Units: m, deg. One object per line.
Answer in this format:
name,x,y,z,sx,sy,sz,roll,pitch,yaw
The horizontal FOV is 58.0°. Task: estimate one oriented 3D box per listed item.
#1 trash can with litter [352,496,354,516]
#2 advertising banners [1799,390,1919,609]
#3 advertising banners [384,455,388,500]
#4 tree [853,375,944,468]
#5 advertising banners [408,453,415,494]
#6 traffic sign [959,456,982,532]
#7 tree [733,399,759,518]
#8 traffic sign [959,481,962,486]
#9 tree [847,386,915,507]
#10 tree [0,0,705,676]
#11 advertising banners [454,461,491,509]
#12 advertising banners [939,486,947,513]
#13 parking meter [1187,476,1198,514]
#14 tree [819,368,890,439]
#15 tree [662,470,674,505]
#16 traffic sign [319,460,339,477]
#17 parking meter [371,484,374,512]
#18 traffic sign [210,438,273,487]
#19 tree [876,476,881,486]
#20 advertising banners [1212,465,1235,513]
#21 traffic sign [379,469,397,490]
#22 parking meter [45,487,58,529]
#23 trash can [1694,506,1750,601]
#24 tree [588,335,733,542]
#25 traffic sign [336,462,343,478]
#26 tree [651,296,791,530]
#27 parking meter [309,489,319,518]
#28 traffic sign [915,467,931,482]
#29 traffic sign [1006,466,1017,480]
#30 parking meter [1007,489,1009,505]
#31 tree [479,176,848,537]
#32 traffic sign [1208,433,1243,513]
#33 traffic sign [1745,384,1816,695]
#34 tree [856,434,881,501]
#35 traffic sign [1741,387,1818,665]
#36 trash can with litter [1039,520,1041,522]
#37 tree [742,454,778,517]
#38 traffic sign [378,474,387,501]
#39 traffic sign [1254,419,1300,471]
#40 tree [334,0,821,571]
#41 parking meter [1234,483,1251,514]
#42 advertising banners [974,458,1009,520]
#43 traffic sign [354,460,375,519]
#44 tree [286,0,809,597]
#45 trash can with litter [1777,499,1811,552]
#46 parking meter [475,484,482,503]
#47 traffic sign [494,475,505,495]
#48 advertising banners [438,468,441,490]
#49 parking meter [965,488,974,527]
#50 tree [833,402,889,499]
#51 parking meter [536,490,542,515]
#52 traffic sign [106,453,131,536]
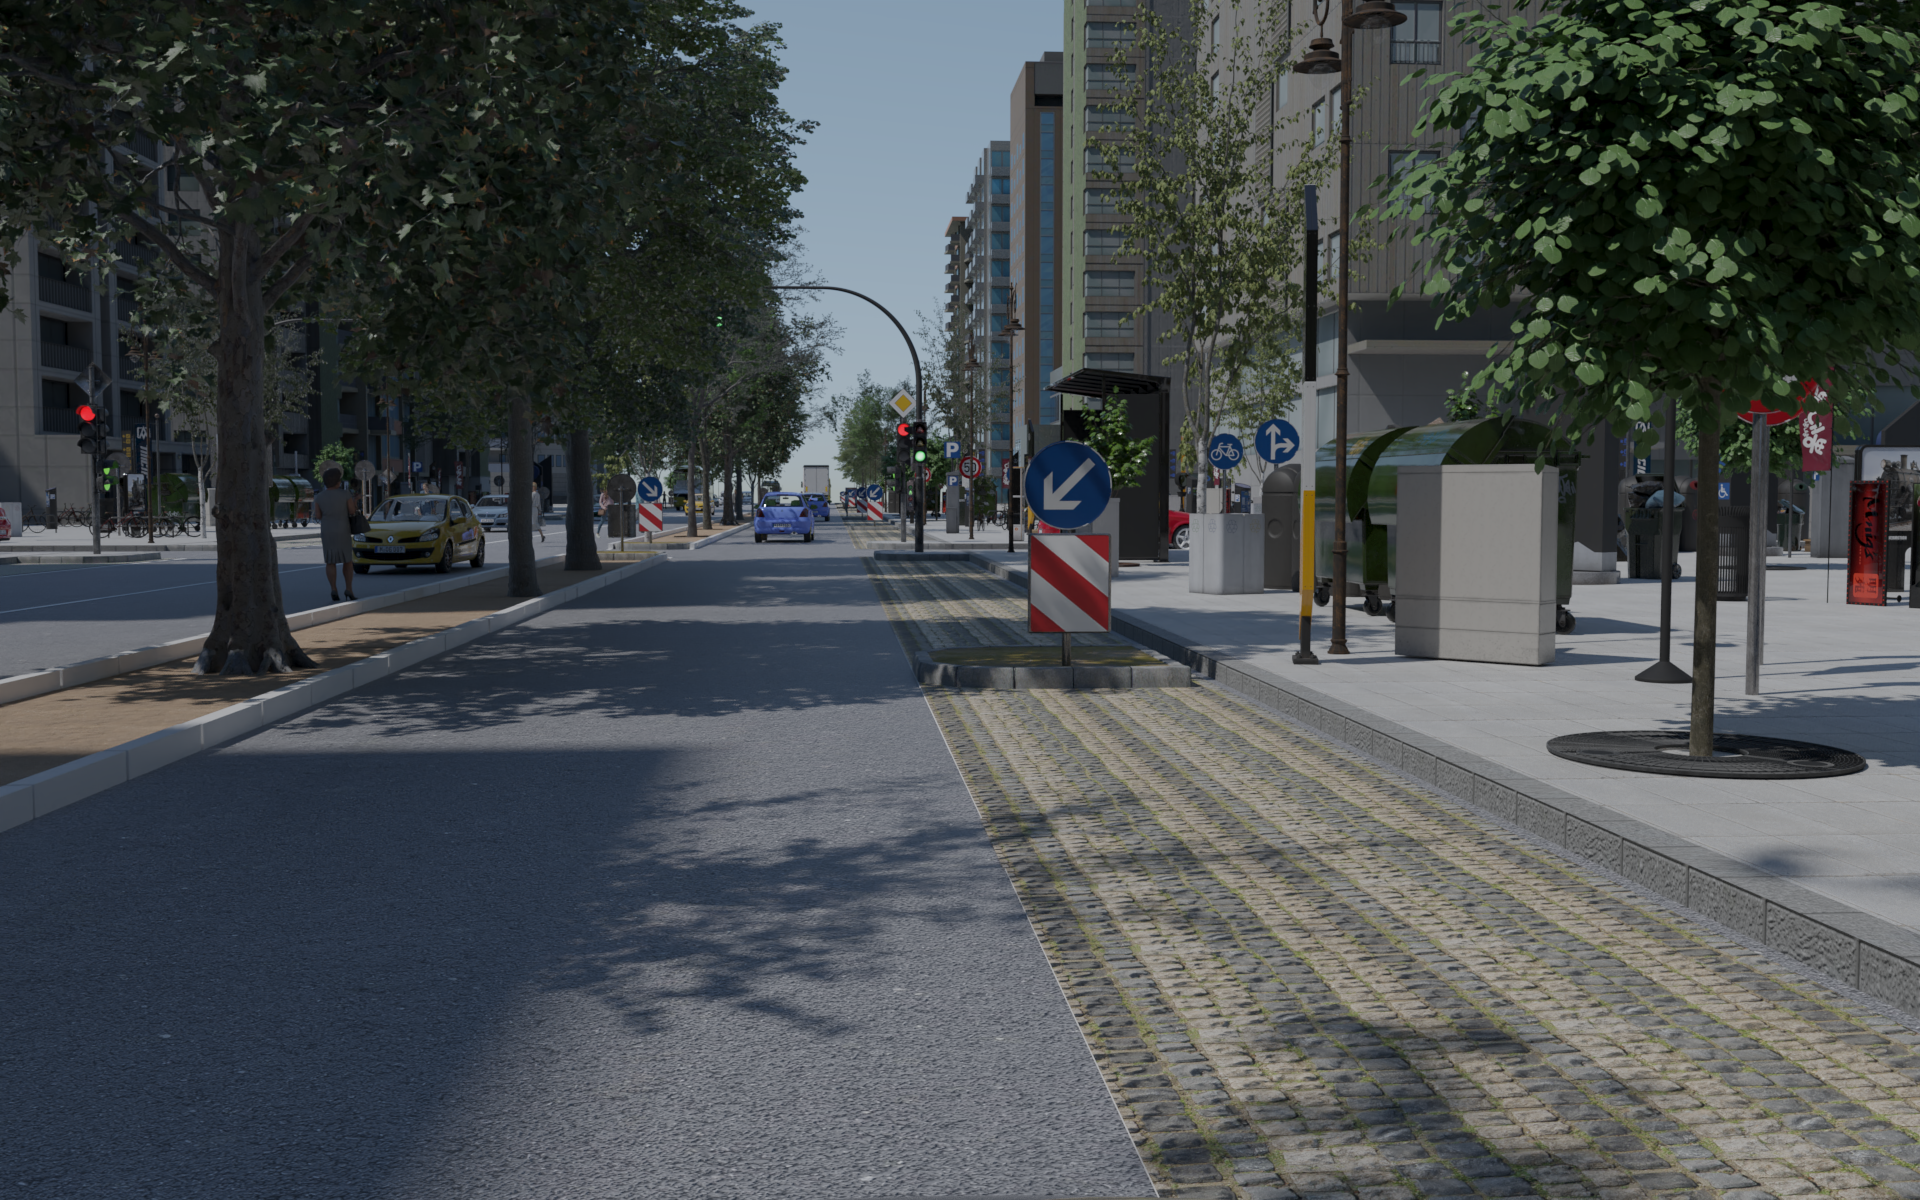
trash can with litter,-31.222,-4.710,88.065,1.678,1.210,2.233,0,4,2
advertising banners,10.453,-1.446,19.836,0.090,3.025,2.074,-2,4,-28
advertising banners,-23.777,-4.627,71.841,0.090,3.025,2.074,-1,4,-13
tree,-4.903,-12.272,135.054,7.601,10.594,8.767,1,4,15
advertising banners,-23.609,-4.793,74.551,0.090,3.025,2.074,-1,4,-12
traffic sign,0.340,-3.536,57.913,0.768,2.556,0.104,0,4,0
tree,-11.625,-8.188,86.695,4.737,8.622,4.395,0,3,0
traffic sign,0.133,-6.893,112.703,0.884,2.594,0.081,0,4,4
tree,-7.291,-14.706,166.200,9.928,11.665,9.643,0,3,0
tree,-5.767,-5.756,13.583,9.611,12.733,9.660,0,3,0
advertising banners,-26.071,-5.899,92.629,2.074,3.025,0.090,-3,5,-40
advertising banners,-0.938,-7.338,116.172,2.074,3.025,0.090,1,4,11
parking meter,7.701,-3.158,57.339,0.255,1.863,0.399,-1,4,-22
tree,-15.428,-24.942,263.687,12.611,20.169,13.585,0,3,0
tree,-33.905,-13.695,207.624,4.285,4.588,4.351,0,3,0
traffic sign,-23.451,-3.932,64.390,0.768,2.556,0.104,0,4,1
parking meter,-34.142,-5.783,100.268,0.399,1.863,0.255,3,5,43
traffic sign,-25.818,-4.181,62.229,2.265,3.308,0.079,0,4,3
tree,-6.757,-9.884,156.199,1.663,3.219,1.824,0,3,0
advertising banners,8.120,-3.449,52.584,0.090,3.025,2.074,-1,4,-18
traffic sign,-25.365,-4.625,76.808,0.795,2.450,0.064,0,4,0
parking meter,-33.127,-3.347,63.142,0.372,1.533,0.369,0,3,0
trash can,9.246,-0.564,20.879,0.748,1.137,0.748,0,3,0
tree,-8.811,-5.848,48.438,4.737,8.622,4.395,0,3,0
traffic sign,-24.561,-4.147,67.909,0.768,2.556,0.104,0,4,0
tree,-10.213,-8.609,68.964,9.928,11.665,9.643,0,3,0
parking meter,-32.452,-4.820,87.222,0.372,1.533,0.369,0,3,0
traffic sign,-1.713,-4.893,80.099,0.768,2.556,0.104,0,4,-1
traffic sign,2.477,-4.807,78.702,0.768,2.556,0.104,0,4,4
parking meter,3.054,-6.018,104.097,0.399,1.863,0.255,1,4,8
tree,-8.934,-8.833,57.245,12.009,13.543,11.850,0,3,0
traffic sign,5.540,-2.214,36.306,0.768,2.556,0.104,0,4,-1
traffic sign,5.063,-0.666,10.993,0.768,2.556,0.104,0,4,4
tree,-8.432,-13.836,176.574,4.360,8.622,3.978,0,3,0
traffic sign,5.987,-0.784,12.924,0.768,2.556,0.104,0,4,1
trash can with litter,3.264,-3.394,66.878,0.624,1.170,1.055,1,4,12
tree,-12.829,-9.423,106.887,4.360,8.622,3.978,0,3,0
traffic sign,-29.133,-5.225,87.563,0.606,2.300,0.079,0,4,4
traffic sign,5.371,-1.794,29.431,0.768,2.556,0.104,0,4,5
tree,-7.061,-7.514,31.973,9.857,13.997,8.962,0,3,0
parking meter,6.417,-1.891,39.324,0.372,1.533,0.369,0,3,0
advertising banners,1.547,-5.415,84.715,2.074,3.025,0.090,-1,4,-9
traffic sign,-22.412,-3.983,65.220,0.768,2.556,0.104,0,4,-1
tree,-5.945,-6.283,23.320,7.486,12.596,7.792,0,3,0
trash can with litter,18.755,-1.665,38.609,1.055,1.170,0.624,3,5,44
parking meter,-26.858,-5.562,96.652,0.255,1.863,0.399,0,4,4
traffic sign,-31.372,-7.206,117.928,0.768,2.556,0.104,0,4,1
advertising banners,-34.894,-7.273,115.095,0.090,3.025,2.074,-3,5,-40
parking meter,0.377,-3.636,67.860,0.372,1.533,0.369,0,3,0
tree,-12.277,-18.086,213.840,7.486,12.596,7.792,0,3,0
parking meter,-25.256,-5.835,103.808,0.372,1.533,0.369,0,3,0
traffic sign,-25.879,-3.250,53.244,0.768,2.556,0.104,0,4,-3
